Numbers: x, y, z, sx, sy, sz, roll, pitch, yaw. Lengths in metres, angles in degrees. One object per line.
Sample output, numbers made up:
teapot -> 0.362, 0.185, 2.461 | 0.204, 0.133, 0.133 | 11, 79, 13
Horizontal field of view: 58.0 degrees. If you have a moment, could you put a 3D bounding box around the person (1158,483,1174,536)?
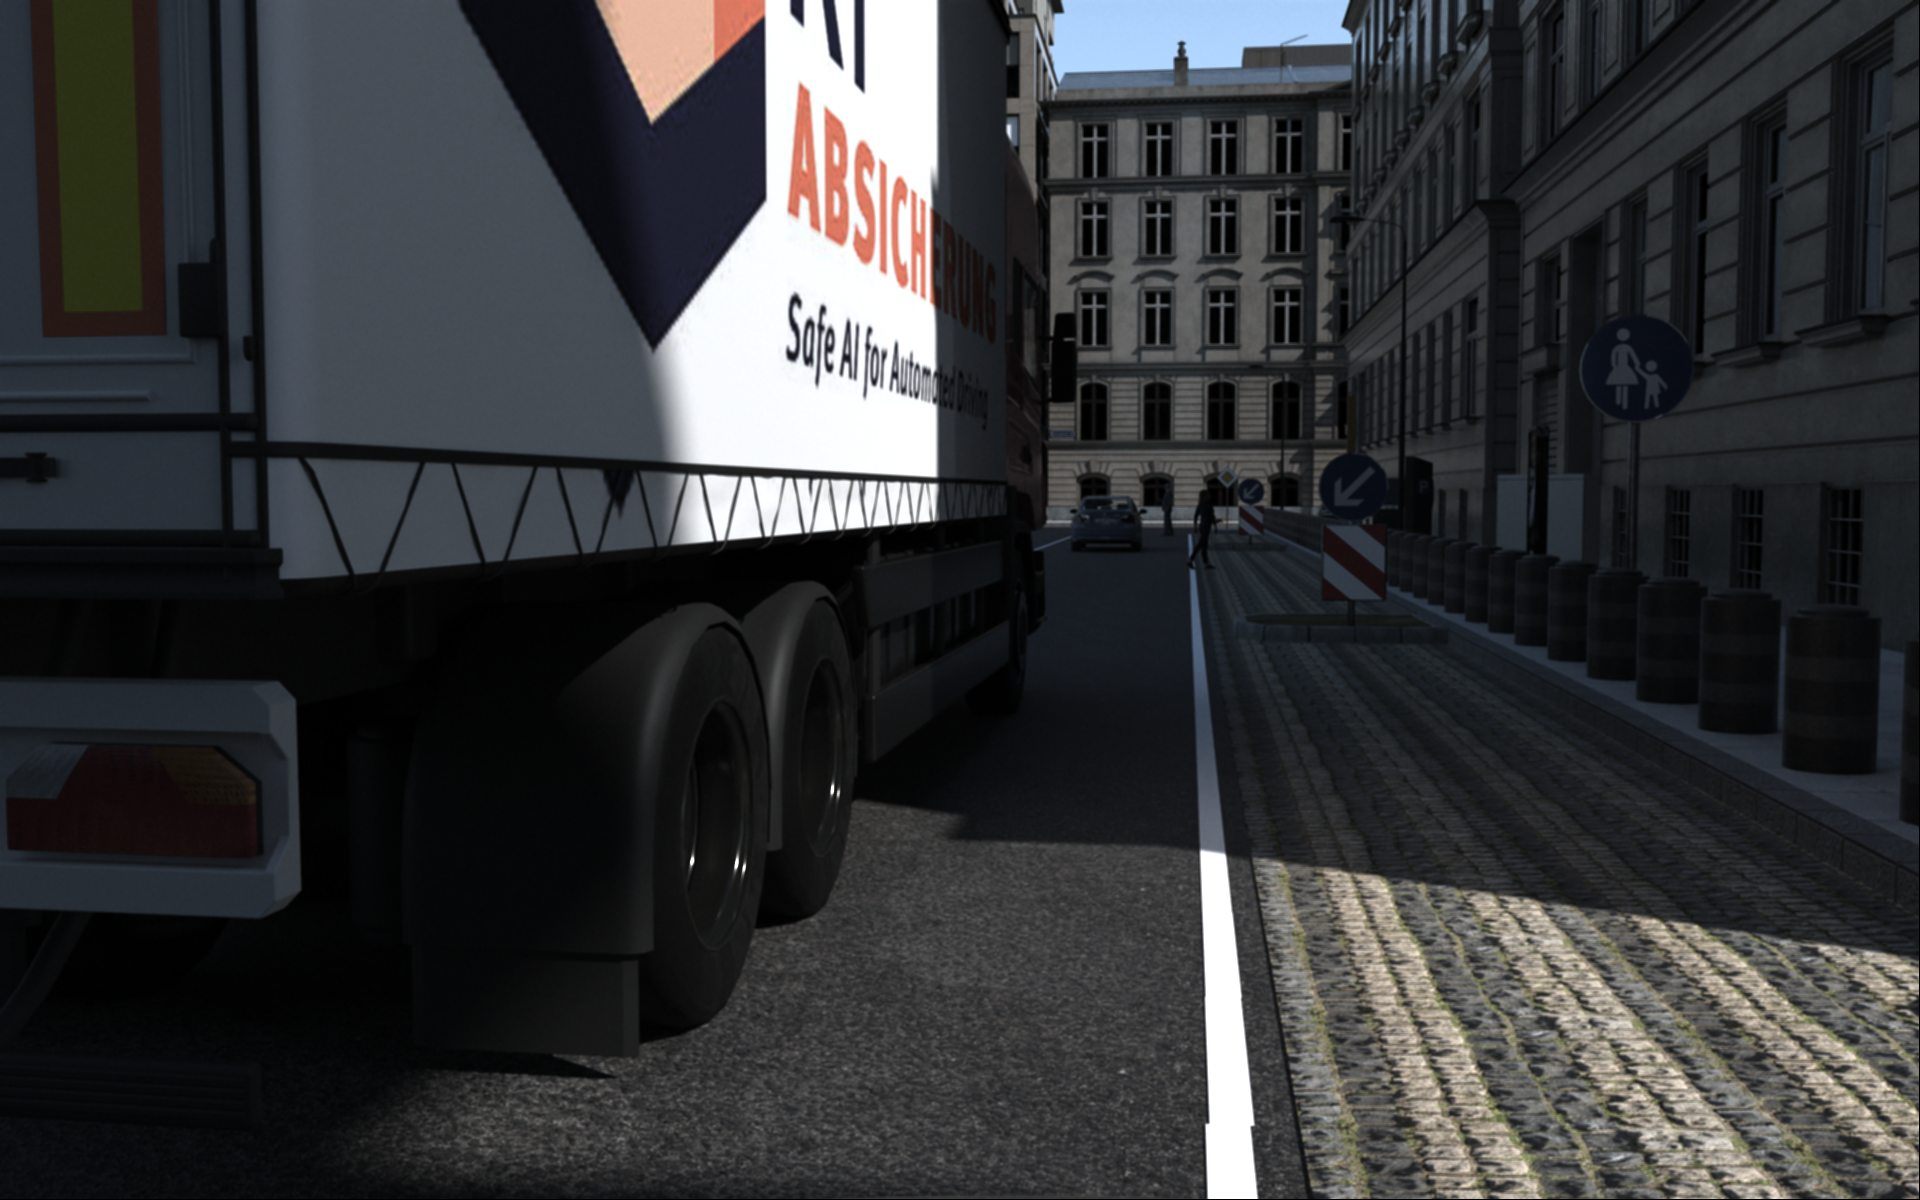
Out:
person -> 7.051, -3.106, 59.454 | 0.590, 1.801, 0.661 | 0, 4, 0

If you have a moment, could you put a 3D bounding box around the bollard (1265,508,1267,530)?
bollard -> 10.875, -2.773, 60.050 | 0.404, 0.777, 0.398 | 0, 3, 0

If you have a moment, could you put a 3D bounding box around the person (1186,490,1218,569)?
person -> 4.608, -1.341, 32.970 | 0.613, 1.512, 0.480 | -3, 5, -44

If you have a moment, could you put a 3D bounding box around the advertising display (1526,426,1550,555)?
advertising display -> 5.585, -0.707, 16.772 | 0.123, 1.923, 0.974 | 1, 4, 14

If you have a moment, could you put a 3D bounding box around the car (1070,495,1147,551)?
car -> 3.805, -1.995, 44.614 | 2.014, 1.417, 4.499 | 0, 4, 7

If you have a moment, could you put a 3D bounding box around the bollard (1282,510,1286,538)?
bollard -> 9.474, -2.121, 49.395 | 0.404, 0.777, 0.398 | 0, 3, 0

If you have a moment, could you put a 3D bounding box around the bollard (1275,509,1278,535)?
bollard -> 10.003, -2.366, 53.396 | 0.404, 0.777, 0.398 | 0, 3, 0

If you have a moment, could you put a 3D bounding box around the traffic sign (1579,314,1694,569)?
traffic sign -> 4.803, -0.750, 12.370 | 0.768, 2.556, 0.104 | 1, 4, 13

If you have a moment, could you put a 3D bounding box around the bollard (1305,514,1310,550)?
bollard -> 8.256, -1.551, 40.072 | 0.404, 0.777, 0.398 | 0, 3, 0

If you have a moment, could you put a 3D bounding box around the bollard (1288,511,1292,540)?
bollard -> 9.128, -1.958, 46.730 | 0.404, 0.777, 0.398 | 0, 3, 0

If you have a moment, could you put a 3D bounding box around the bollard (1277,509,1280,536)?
bollard -> 9.825, -2.284, 52.052 | 0.404, 0.777, 0.398 | 0, 3, 0

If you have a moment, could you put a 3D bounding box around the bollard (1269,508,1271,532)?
bollard -> 10.522, -2.610, 57.384 | 0.404, 0.777, 0.398 | 0, 3, 0

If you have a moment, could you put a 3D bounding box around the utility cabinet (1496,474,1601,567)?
utility cabinet -> 6.554, -0.651, 19.319 | 0.318, 1.500, 1.173 | -2, 4, -32

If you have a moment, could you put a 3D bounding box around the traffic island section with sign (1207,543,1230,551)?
traffic island section with sign -> 7.311, -2.184, 44.334 | 1.989, 1.847, 2.006 | 0, 4, 7

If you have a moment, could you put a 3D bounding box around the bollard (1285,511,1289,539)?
bollard -> 9.303, -2.040, 48.065 | 0.404, 0.777, 0.398 | 0, 3, 0

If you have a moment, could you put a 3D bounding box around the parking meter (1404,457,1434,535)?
parking meter -> 7.190, -1.311, 27.147 | 0.399, 1.863, 0.255 | -1, 4, -22

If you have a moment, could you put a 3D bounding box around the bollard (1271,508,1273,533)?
bollard -> 10.351, -2.528, 56.054 | 0.404, 0.777, 0.398 | 0, 3, 0

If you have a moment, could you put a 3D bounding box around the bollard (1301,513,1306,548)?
bollard -> 8.428, -1.632, 41.401 | 0.404, 0.777, 0.398 | 0, 3, 0

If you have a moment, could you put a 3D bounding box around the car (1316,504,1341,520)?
car -> 16.848, -3.539, 69.663 | 4.920, 1.459, 2.131 | 0, 4, 6

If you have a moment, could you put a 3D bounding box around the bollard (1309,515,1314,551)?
bollard -> 8.076, -1.469, 38.741 | 0.404, 0.777, 0.398 | 0, 3, 0

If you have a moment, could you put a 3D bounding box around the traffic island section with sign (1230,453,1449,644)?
traffic island section with sign -> 3.788, -0.542, 17.490 | 1.989, 1.847, 2.006 | 0, 4, 7

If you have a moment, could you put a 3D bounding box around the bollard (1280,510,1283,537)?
bollard -> 9.650, -2.202, 50.723 | 0.404, 0.777, 0.398 | 0, 3, 0

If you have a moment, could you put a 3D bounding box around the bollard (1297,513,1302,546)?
bollard -> 8.604, -1.713, 42.730 | 0.404, 0.777, 0.398 | 0, 3, 0

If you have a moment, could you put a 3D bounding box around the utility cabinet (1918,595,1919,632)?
utility cabinet -> 4.956, 0.158, 8.576 | 0.306, 1.237, 1.020 | 1, 4, 23

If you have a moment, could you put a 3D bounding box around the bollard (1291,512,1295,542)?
bollard -> 8.954, -1.876, 45.391 | 0.404, 0.777, 0.398 | 0, 3, 0

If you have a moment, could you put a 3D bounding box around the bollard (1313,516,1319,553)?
bollard -> 7.907, -1.388, 37.411 | 0.404, 0.777, 0.398 | 0, 3, 0

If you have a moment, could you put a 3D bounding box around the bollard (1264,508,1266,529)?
bollard -> 11.047, -2.854, 61.380 | 0.404, 0.777, 0.398 | 0, 3, 0

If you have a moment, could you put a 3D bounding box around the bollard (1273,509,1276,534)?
bollard -> 10.174, -2.447, 54.726 | 0.404, 0.777, 0.398 | 0, 3, 0

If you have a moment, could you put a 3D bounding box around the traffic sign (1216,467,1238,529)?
traffic sign -> 9.757, -3.645, 63.245 | 0.795, 2.450, 0.064 | 0, 4, 7

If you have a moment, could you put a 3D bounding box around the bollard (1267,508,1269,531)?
bollard -> 10.699, -2.691, 58.722 | 0.404, 0.777, 0.398 | 0, 3, 0

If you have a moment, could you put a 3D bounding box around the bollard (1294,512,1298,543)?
bollard -> 8.773, -1.795, 44.059 | 0.404, 0.777, 0.398 | 0, 3, 0
